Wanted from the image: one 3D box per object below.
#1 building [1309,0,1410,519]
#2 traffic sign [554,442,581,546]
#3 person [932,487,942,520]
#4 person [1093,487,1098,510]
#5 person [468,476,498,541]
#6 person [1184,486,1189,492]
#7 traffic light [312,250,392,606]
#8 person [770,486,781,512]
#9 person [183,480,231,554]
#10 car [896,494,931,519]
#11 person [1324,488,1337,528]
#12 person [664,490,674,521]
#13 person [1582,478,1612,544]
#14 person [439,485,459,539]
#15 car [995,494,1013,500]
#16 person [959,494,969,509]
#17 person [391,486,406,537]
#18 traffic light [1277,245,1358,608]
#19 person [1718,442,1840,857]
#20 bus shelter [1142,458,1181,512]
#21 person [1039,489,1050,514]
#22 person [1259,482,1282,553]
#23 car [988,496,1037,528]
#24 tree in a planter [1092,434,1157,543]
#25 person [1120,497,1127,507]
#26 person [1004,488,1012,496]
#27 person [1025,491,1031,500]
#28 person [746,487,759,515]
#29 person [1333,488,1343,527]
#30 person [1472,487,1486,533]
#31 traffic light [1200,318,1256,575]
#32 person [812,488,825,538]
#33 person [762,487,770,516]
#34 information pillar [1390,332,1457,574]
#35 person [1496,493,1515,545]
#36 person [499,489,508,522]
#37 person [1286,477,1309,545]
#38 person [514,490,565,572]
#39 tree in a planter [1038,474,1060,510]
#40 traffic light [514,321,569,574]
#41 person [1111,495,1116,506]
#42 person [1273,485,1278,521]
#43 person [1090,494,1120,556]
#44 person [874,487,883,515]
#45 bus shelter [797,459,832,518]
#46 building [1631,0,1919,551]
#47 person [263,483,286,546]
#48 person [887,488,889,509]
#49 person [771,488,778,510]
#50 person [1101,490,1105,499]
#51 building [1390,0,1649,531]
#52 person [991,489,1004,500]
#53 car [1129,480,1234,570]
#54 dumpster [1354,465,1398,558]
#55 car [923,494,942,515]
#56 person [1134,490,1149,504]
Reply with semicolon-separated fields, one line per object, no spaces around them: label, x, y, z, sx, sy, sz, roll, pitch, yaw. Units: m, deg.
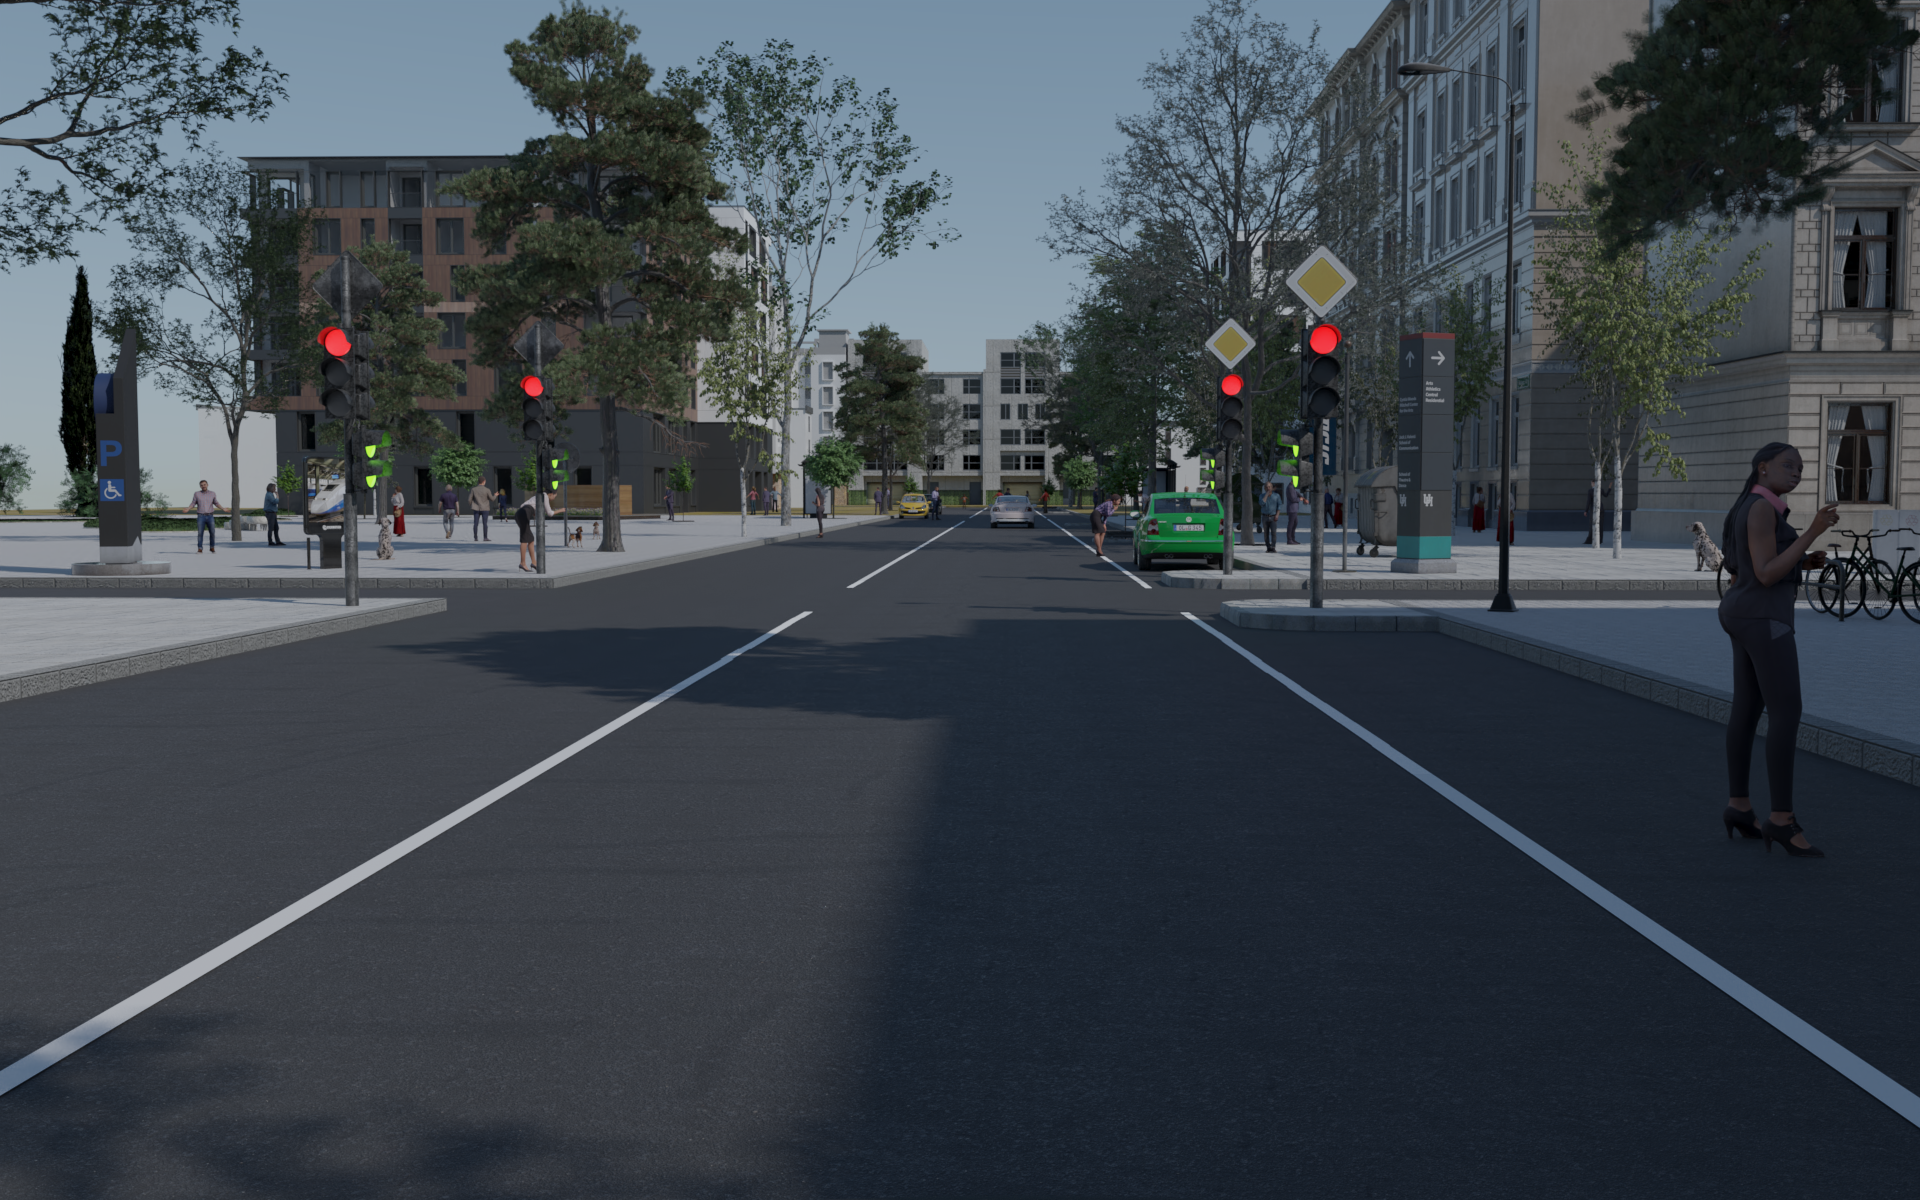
building;26.633;-18.517;90.141;14.401;28.519;23.554;0;4;2
traffic sign;-9.684;-2.592;42.490;0.768;2.556;0.104;0;4;6
person;-1.233;-5.310;95.192;0.599;1.838;0.709;2;4;34
person;8.454;-6.179;107.981;0.530;1.710;0.541;3;4;37
person;-12.950;-2.479;47.112;0.617;1.759;0.750;1;4;11
person;7.534;-3.029;57.844;0.482;1.546;0.388;1;4;23
traffic light;-6.953;-1.866;19.747;0.839;4.213;0.868;0;4;2
person;-13.090;-7.128;122.568;1.348;1.826;0.705;-1;4;-21
person;-16.201;-1.784;37.169;0.963;1.587;0.435;-3;4;-37
car;-2.689;-5.560;101.137;2.015;1.641;3.980;0;4;0
person;13.833;-3.442;65.010;0.574;1.496;0.600;0;4;4
person;-14.118;-4.734;83.894;0.683;1.767;0.568;3;5;39
person;16.345;-2.295;44.368;0.742;1.727;0.445;-3;4;-36
person;-14.733;-2.536;49.713;0.569;1.553;0.471;1;4;8
car;4.174;-8.895;157.235;2.131;1.459;4.920;0;4;3
person;0.400;-9.276;163.425;1.065;1.426;0.557;0;4;1
person;-16.864;-2.663;52.048;0.387;1.526;0.523;-3;5;-40
traffic light;4.004;-1.847;19.443;0.839;4.213;0.868;0;4;2
person;3.348;0.179;7.040;0.415;1.643;0.593;-2;4;-27
bus shelter;11.435;-6.467;99.651;2.014;3.302;5.546;0;4;2
person;6.262;-7.292;127.681;0.705;1.831;1.348;3;4;38
person;6.771;-1.804;37.748;0.499;1.552;0.429;3;4;36
car;2.237;-3.752;73.700;2.083;1.381;4.827;0;4;2
tree in a planter;4.991;-3.356;52.095;1.991;3.239;1.994;0;4;2
person;16.520;-10.243;176.775;1.065;1.426;0.557;2;4;31
person;2.654;-5.045;91.433;0.568;1.767;0.683;3;4;38
person;5.835;-8.733;152.012;0.721;1.735;1.217;-2;4;-35
person;-12.747;-6.083;106.227;0.721;1.743;1.217;3;4;39
person;15.015;-3.666;68.443;0.523;1.526;0.387;0;4;6
person;17.246;-3.002;57.600;0.387;1.526;0.523;-2;4;-29
traffic light;4.238;-2.335;27.425;0.839;4.213;0.868;0;4;2
person;-4.621;-2.845;56.492;0.415;1.643;0.593;-1;4;-20
person;-11.499;-5.860;102.772;0.541;1.710;0.530;-2;4;-32
information pillar;7.567;-2.372;28.168;0.750;3.857;0.750;-1;4;-21
person;13.717;-2.138;43.468;0.387;1.526;0.523;-2;4;-35
person;-20.737;-4.288;78.701;0.613;1.512;0.480;2;4;34
person;8.522;-2.281;43.793;0.568;1.767;0.683;1;4;10
person;-6.991;-1.191;28.705;0.628;1.438;0.799;1;4;15
tree in a planter;8.068;-9.761;156.806;1.991;3.239;1.994;0;4;2
traffic light;-6.719;-2.354;27.728;0.839;4.213;0.868;0;4;2
person;15.076;-9.928;169.837;0.593;1.643;0.415;-1;4;-11
person;14.984;-4.634;82.720;0.541;1.710;0.530;-1;4;-14
person;3.318;-1.708;39.657;0.697;1.427;0.421;0;4;7
person;-4.970;-6.021;105.407;0.541;1.710;0.530;0;4;4
bus shelter;-7.535;-6.162;94.679;2.014;3.302;5.546;0;4;2
building;27.587;-10.888;42.645;19.286;19.102;10.561;0;4;2
person;-16.854;-2.093;42.477;0.429;1.552;0.499;0;4;8
person;-6.069;-8.732;148.674;0.599;1.838;0.709;-2;4;-34
person;-13.717;-7.409;127.851;0.551;1.740;0.621;-2;4;-32
person;12.422;-8.714;149.336;0.721;1.723;1.217;0;4;2
building;26.033;-17.275;68.349;13.634;28.700;20.117;0;4;2
person;3.198;-8.154;141.748;1.348;1.831;0.705;-1;4;-17
car;4.321;-1.534;33.883;1.959;1.807;4.718;0;4;4
dumpster;8.874;-1.820;35.512;1.264;1.857;1.865;0;4;2
car;-2.200;-6.742;120.019;2.009;1.686;4.222;0;4;3
person;7.436;-3.674;69.302;0.799;1.438;0.628;-3;5;-40
